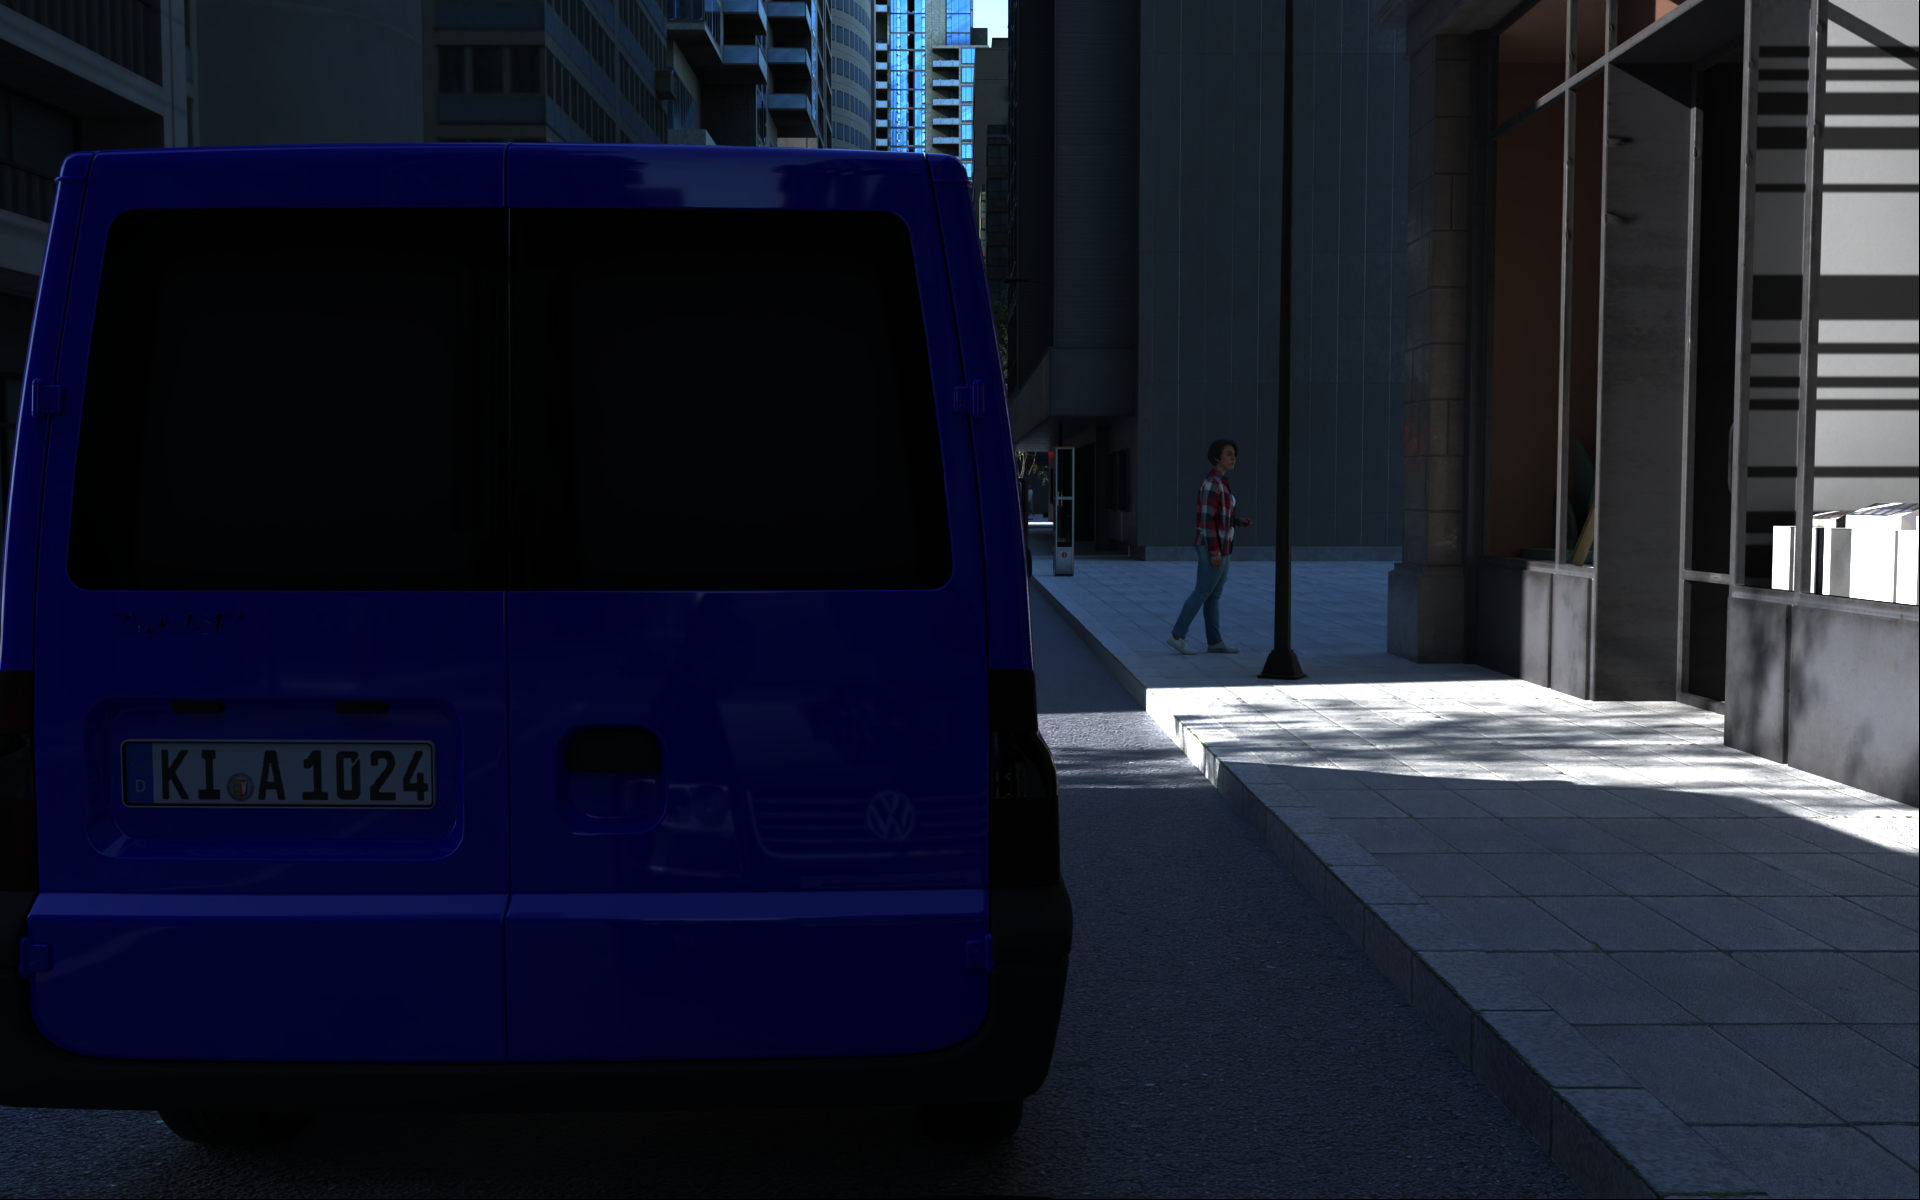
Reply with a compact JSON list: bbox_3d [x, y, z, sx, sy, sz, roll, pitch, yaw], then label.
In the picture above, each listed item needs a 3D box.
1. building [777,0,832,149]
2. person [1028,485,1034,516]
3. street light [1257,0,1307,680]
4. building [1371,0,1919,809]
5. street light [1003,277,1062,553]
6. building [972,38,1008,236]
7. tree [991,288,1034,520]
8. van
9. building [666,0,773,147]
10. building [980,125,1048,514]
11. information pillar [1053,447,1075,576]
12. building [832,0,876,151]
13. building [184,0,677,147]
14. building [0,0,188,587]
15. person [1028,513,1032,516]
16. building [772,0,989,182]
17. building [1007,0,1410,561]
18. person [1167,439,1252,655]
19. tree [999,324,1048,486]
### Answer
[{"bbox_3d":[-17.466,-41.928,123.770,20.563,71.187,20.611,0,4,0],"label":"building"},{"bbox_3d":[4.134,-5.843,101.804,0.478,1.798,0.641,-3,4,-36],"label":"person"},{"bbox_3d":[1.712,-2.410,11.938,1.470,5.913,1.316,0,4,0],"label":"street light"},{"bbox_3d":[7.891,-9.856,12.055,10.553,20.767,40.483,0,4,0],"label":"building"},{"bbox_3d":[1.621,-3.960,37.284,1.470,5.913,1.316,0,4,0],"label":"street light"},{"bbox_3d":[12.067,-34.126,181.658,21.300,48.544,21.600,0,4,0],"label":"building"},{"bbox_3d":[3.116,-9.837,86.594,9.928,11.665,9.643,0,3,0],"label":"tree"},{"bbox_3d":[-0.813,-0.068,5.490,2.240,2.365,5.245,0,4,-1],"label":"van"},{"bbox_3d":[-17.605,-47.516,89.558,22.319,86.520,31.000,0,4,0],"label":"building"},{"bbox_3d":[9.000,-22.445,138.674,14.160,30.474,14.107,0,4,0],"label":"building"},{"bbox_3d":[1.619,-1.379,27.040,0.304,2.012,0.304,0,4,-2],"label":"information pillar"},{"bbox_3d":[-19.428,-38.589,172.923,21.231,58.520,28.212,0,4,0],"label":"building"},{"bbox_3d":[-20.585,-21.710,46.844,23.993,40.220,32.217,0,4,0],"label":"building"},{"bbox_3d":[-18.441,-35.400,17.050,20.563,71.187,20.611,0,4,0],"label":"building"},{"bbox_3d":[3.949,-5.882,102.968,0.760,1.731,0.466,2,4,30],"label":"person"},{"bbox_3d":[-8.698,-56.612,238.279,31.000,86.520,22.319,0,4,0],"label":"building"},{"bbox_3d":[8.765,-13.950,47.147,14.314,24.678,30.058,0,4,0],"label":"building"},{"bbox_3d":[2.010,-0.431,13.933,0.643,1.720,0.563,1,4,15],"label":"person"},{"bbox_3d":[2.734,-7.601,74.640,4.360,8.622,3.978,0,3,0],"label":"tree"}]
